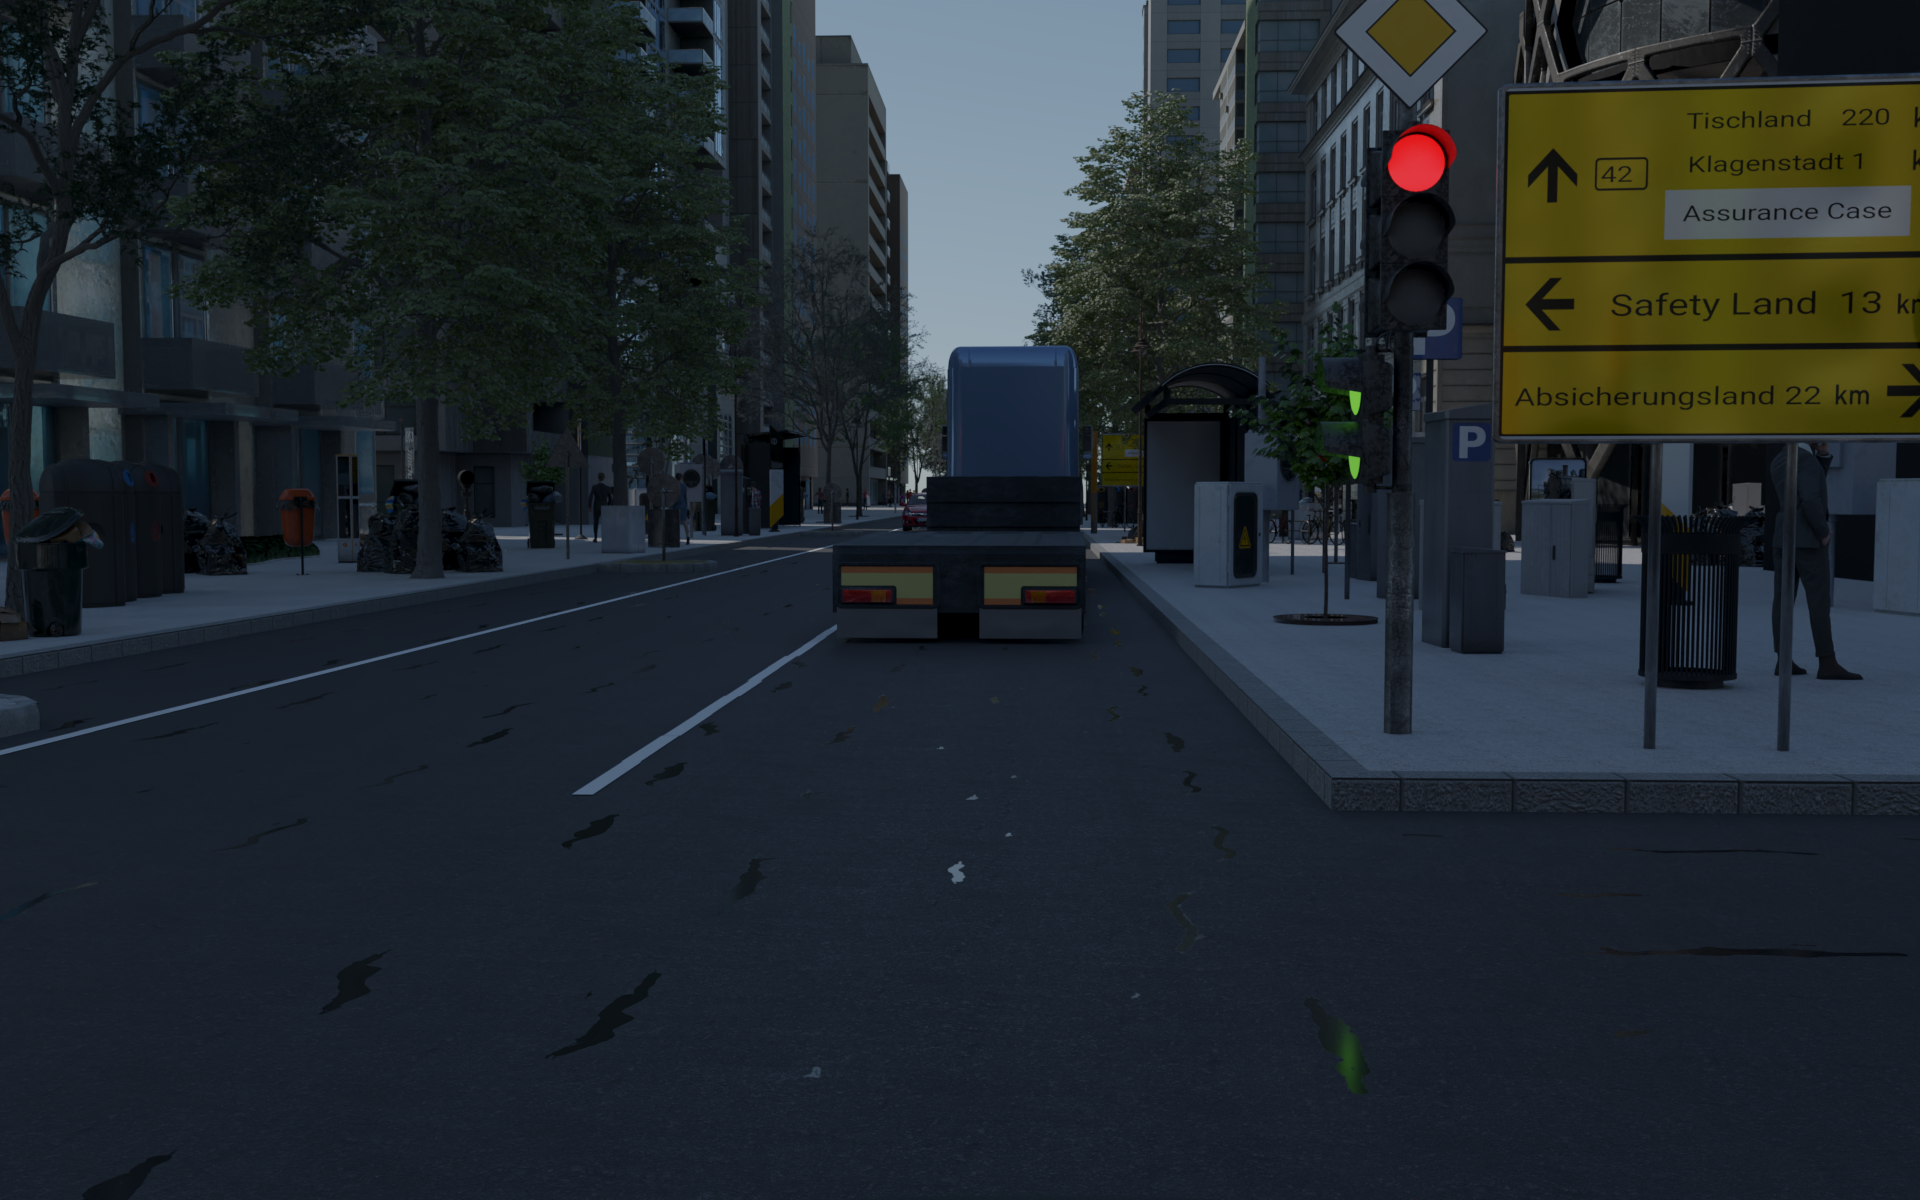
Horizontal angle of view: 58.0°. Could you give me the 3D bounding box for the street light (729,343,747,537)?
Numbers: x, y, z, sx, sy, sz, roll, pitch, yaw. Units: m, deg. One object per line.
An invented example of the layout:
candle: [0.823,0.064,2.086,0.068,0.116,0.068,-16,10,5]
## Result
street light: [-6.723,-4.841,51.936,0.468,5.910,1.993,0,4,3]

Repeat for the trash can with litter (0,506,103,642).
trash can with litter: [-8.246,-0.247,15.420,0.624,1.170,1.055,1,4,21]

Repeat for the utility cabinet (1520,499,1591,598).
utility cabinet: [7.471,-0.650,21.787,0.306,1.237,1.020,-1,4,-17]

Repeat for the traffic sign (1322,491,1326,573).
traffic sign: [5.919,-1.708,28.038,0.768,2.556,0.104,1,4,10]

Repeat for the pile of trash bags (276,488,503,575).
pile of trash bags: [-9.352,-1.138,28.364,3.447,1.369,1.912,-2,4,-32]

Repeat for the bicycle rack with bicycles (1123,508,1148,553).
bicycle rack with bicycles: [5.294,-1.557,38.835,2.852,0.926,2.925,1,4,12]

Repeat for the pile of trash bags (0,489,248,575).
pile of trash bags: [-13.118,-1.063,27.134,3.447,1.369,1.912,-3,4,-38]

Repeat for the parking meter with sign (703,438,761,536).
parking meter with sign: [-7.035,-3.497,53.434,1.738,3.016,0.543,0,4,-5]

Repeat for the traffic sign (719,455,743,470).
traffic sign: [-7.422,-3.429,56.177,0.768,2.556,0.104,0,4,3]

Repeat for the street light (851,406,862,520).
street light: [-5.133,-6.949,86.404,0.468,5.910,1.993,0,4,3]

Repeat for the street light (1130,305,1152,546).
street light: [4.431,-4.264,42.496,0.468,5.910,1.993,0,4,3]

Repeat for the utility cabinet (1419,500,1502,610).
utility cabinet: [5.584,-0.499,19.318,1.020,1.237,0.306,-2,4,-32]

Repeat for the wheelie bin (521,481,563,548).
wheelie bin: [-9.889,-2.026,41.033,0.980,1.594,0.693,-1,4,-17]

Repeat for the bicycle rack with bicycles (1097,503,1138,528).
bicycle rack with bicycles: [6.434,-3.244,66.422,2.852,0.926,2.925,0,4,-6]

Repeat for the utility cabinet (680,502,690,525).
utility cabinet: [-11.363,-3.758,72.605,0.306,1.237,1.020,2,4,34]

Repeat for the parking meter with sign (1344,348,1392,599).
parking meter with sign: [5.527,-1.524,21.184,1.738,3.016,0.543,-1,4,-11]

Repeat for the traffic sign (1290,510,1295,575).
traffic sign: [5.290,-1.552,27.510,0.606,2.300,0.079,0,4,8]

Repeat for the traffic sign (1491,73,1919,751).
traffic sign: [3.797,-0.900,8.590,2.265,3.308,0.079,0,4,7]

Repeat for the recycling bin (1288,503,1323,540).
recycling bin: [9.731,-2.216,48.792,0.722,1.027,0.722,-3,5,-45]

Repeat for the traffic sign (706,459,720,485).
traffic sign: [-8.889,-3.778,61.872,0.768,2.556,0.104,1,4,12]

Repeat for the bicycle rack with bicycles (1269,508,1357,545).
bicycle rack with bicycles: [9.359,-1.891,44.305,2.852,0.926,2.925,-1,4,-10]

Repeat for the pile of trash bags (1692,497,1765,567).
pile of trash bags: [14.693,-1.349,31.809,3.447,1.369,1.912,-3,4,-36]

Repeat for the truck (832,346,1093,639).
truck: [0.583,-2.201,25.740,2.967,4.110,18.799,0,4,4]

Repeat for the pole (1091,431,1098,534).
pole: [4.347,-3.807,56.085,0.158,3.312,0.155,0,3,0]

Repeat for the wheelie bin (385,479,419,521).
wheelie bin: [-11.551,-1.744,36.425,0.693,1.594,0.980,3,5,44]

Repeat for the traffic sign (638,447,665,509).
traffic sign: [-8.367,-2.865,46.944,0.768,2.556,0.104,0,4,6]

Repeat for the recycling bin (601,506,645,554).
recycling bin: [-7.322,-1.536,37.669,0.722,1.027,0.722,1,4,18]

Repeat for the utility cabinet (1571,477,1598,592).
utility cabinet: [8.220,-0.864,22.805,0.318,1.500,1.173,1,4,20]

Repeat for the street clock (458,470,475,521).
street clock: [-15.002,-2.942,52.676,0.471,2.002,0.358,-3,4,-36]

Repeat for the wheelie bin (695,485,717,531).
wheelie bin: [-8.813,-3.177,59.844,0.980,1.594,0.693,2,4,26]

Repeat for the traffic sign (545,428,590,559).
traffic sign: [-7.701,-2.077,33.960,0.884,2.594,0.081,0,4,4]

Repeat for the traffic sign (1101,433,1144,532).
traffic sign: [5.873,-3.936,58.221,2.265,3.308,0.079,0,4,7]

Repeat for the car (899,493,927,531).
car: [-1.243,-3.530,66.753,2.155,1.783,4.494,0,4,2]

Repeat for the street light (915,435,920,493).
street light: [-3.143,-9.488,127.911,0.468,5.910,1.993,0,4,3]

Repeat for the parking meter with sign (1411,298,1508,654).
parking meter with sign: [4.196,-1.124,14.636,0.543,3.016,1.738,0,4,-1]

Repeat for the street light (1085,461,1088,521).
street light: [6.139,-6.794,83.872,0.468,5.910,1.993,0,4,3]

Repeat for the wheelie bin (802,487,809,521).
wheelie bin: [-7.589,-4.485,81.234,0.980,1.594,0.693,0,4,0]

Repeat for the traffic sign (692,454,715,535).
traffic sign: [-8.098,-3.330,54.544,0.768,2.556,0.104,0,4,7]

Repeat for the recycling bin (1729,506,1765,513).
recycling bin: [16.706,-1.479,36.730,0.722,1.027,0.722,0,4,-7]

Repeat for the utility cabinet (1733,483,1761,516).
utility cabinet: [15.710,-1.587,34.631,0.318,1.500,1.173,3,4,36]

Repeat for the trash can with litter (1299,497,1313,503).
trash can with litter: [11.830,-2.991,60.284,1.055,1.170,0.624,-2,4,-28]
